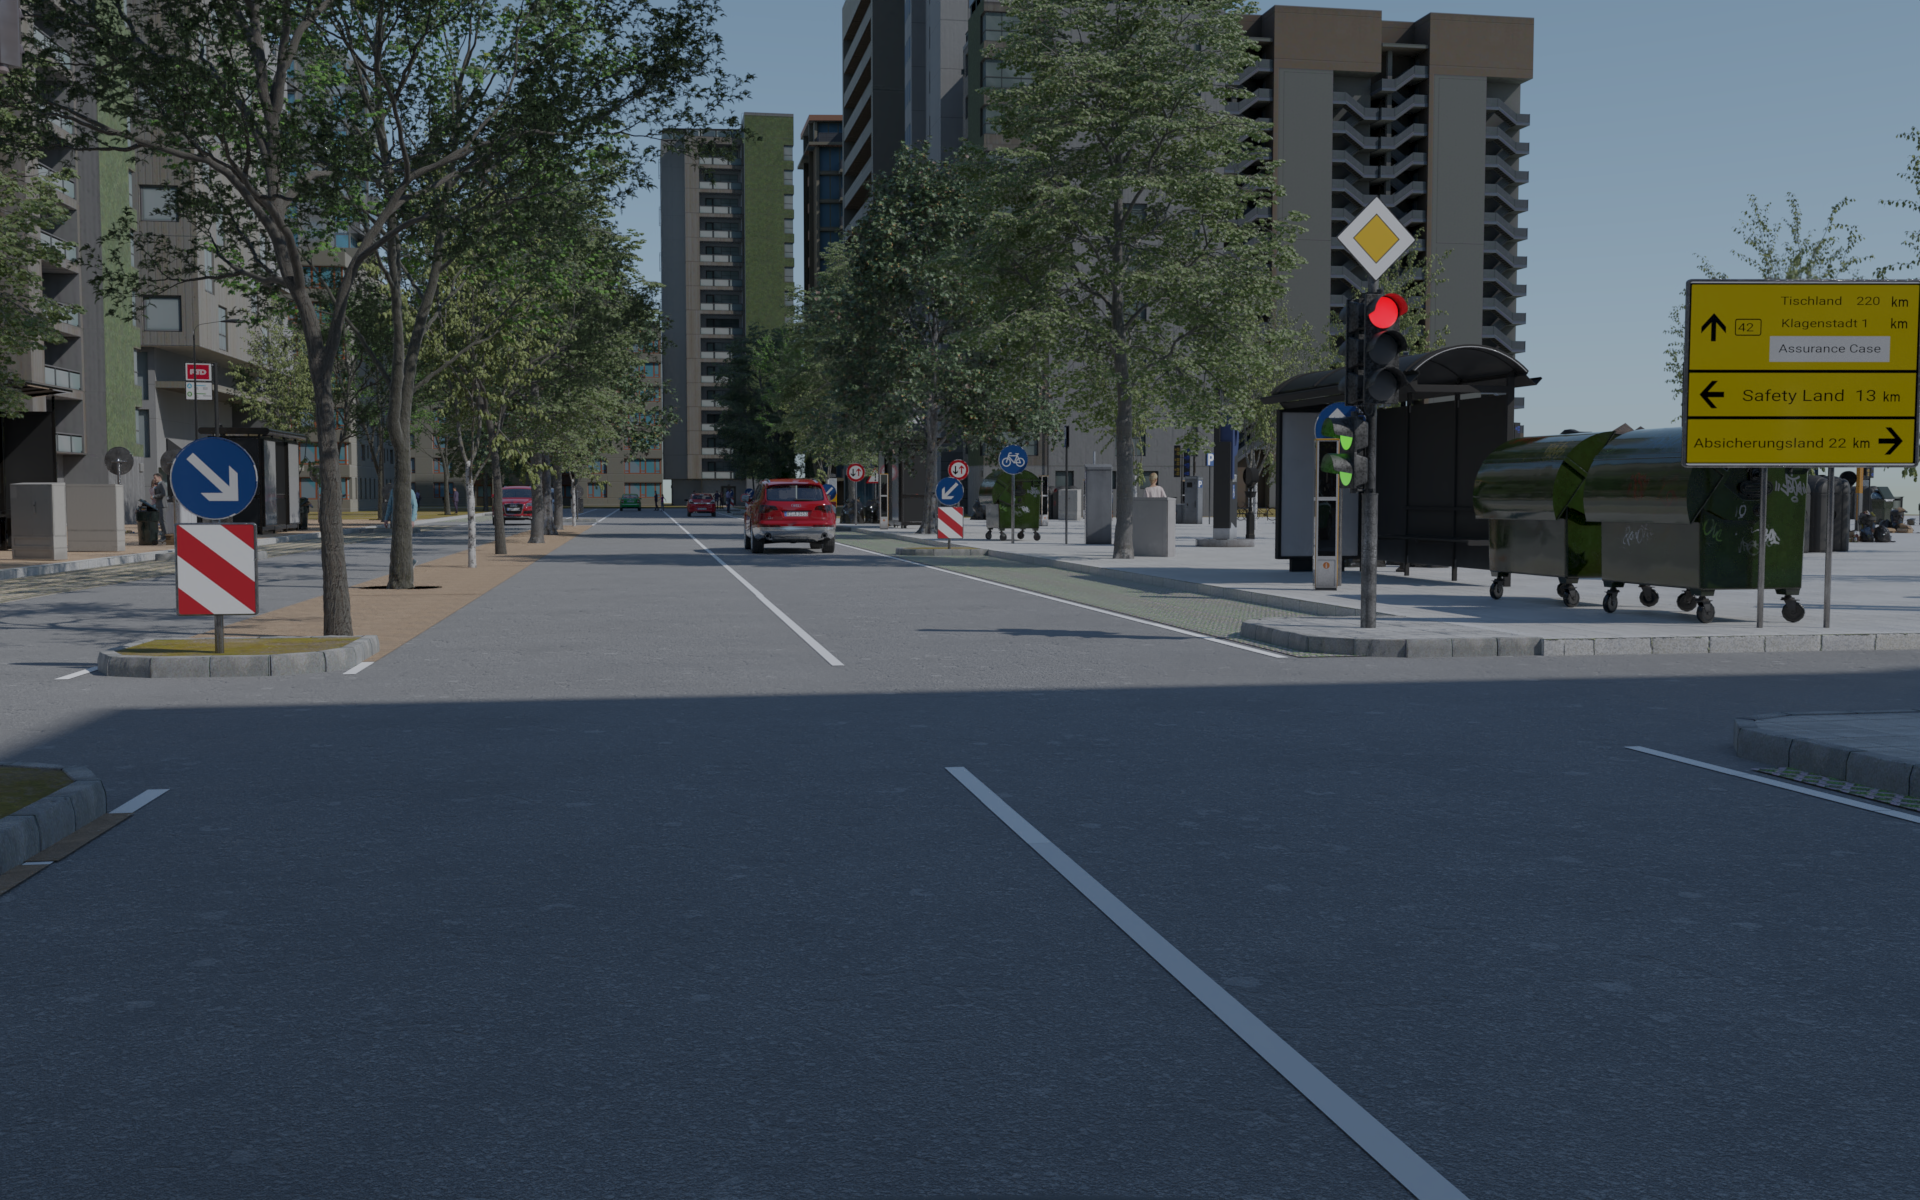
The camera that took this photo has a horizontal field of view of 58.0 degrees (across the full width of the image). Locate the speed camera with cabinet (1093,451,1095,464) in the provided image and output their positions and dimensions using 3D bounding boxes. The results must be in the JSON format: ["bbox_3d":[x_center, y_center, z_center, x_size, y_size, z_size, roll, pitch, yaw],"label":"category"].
[{"bbox_3d":[6.461,-5.223,79.735,0.660,3.252,2.038,0,4,-4],"label":"speed camera with cabinet"}]

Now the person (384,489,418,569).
[{"bbox_3d":[-10.338,-1.462,32.267,0.638,1.841,0.748,2,4,32],"label":"person"}]

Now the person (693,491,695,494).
[{"bbox_3d":[-24.971,-9.457,163.576,0.568,1.767,0.683,3,4,36],"label":"person"}]

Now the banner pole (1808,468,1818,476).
[{"bbox_3d":[35.169,-5.005,71.844,0.863,3.779,0.401,1,4,18],"label":"banner pole"}]

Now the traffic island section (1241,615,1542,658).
[{"bbox_3d":[3.941,0.345,16.632,2.009,0.180,2.903,-1,4,-10],"label":"traffic island section"}]

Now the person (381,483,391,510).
[{"bbox_3d":[-27.270,-4.685,82.821,0.728,1.800,0.709,2,4,26],"label":"person"}]

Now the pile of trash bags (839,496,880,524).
[{"bbox_3d":[-3.469,-3.982,74.850,3.447,1.369,1.912,0,4,-7],"label":"pile of trash bags"}]

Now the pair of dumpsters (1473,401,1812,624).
[{"bbox_3d":[7.422,-1.018,19.141,1.574,2.255,4.437,-1,4,-10],"label":"pair of dumpsters"}]

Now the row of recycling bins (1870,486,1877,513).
[{"bbox_3d":[45.734,-4.931,87.730,1.069,1.692,3.534,1,4,10],"label":"row of recycling bins"}]

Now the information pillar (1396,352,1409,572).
[{"bbox_3d":[7.265,-2.264,28.376,0.183,3.616,0.504,1,4,18],"label":"information pillar"}]

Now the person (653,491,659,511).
[{"bbox_3d":[-26.185,-8.549,149.194,0.530,1.710,0.541,0,4,1],"label":"person"}]

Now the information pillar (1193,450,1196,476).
[{"bbox_3d":[12.134,-6.014,89.689,0.183,3.616,0.504,1,4,14],"label":"information pillar"}]

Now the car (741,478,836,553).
[{"bbox_3d":[-4.323,-2.130,43.495,2.281,1.827,5.304,-1,4,-10],"label":"car"}]

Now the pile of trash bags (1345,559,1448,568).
[{"bbox_3d":[8.266,-1.292,30.870,3.447,1.369,1.912,1,4,10],"label":"pile of trash bags"}]

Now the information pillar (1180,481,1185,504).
[{"bbox_3d":[12.203,-5.509,94.557,0.304,2.012,0.304,0,4,-2],"label":"information pillar"}]

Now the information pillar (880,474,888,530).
[{"bbox_3d":[-2.756,-3.560,62.692,0.304,2.012,0.304,0,4,-4],"label":"information pillar"}]

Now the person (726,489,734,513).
[{"bbox_3d":[-17.211,-7.429,129.828,0.599,1.838,0.709,-2,4,-29],"label":"person"}]

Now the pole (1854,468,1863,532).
[{"bbox_3d":[30.791,-4.003,59.289,0.158,3.312,0.155,0,3,0],"label":"pole"}]

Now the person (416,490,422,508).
[{"bbox_3d":[-51.761,-9.627,165.774,0.599,1.838,0.709,1,4,15],"label":"person"}]

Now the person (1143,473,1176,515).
[{"bbox_3d":[4.356,-1.884,37.523,0.731,1.740,0.598,-2,4,-25],"label":"person"}]

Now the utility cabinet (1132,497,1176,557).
[{"bbox_3d":[3.951,-1.497,35.642,1.020,1.237,0.306,3,5,44],"label":"utility cabinet"}]

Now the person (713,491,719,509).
[{"bbox_3d":[-22.930,-9.391,162.488,0.683,1.767,0.568,-3,4,-38],"label":"person"}]

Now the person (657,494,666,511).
[{"bbox_3d":[-24.703,-8.063,143.552,0.599,1.433,0.991,3,4,38],"label":"person"}]

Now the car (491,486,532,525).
[{"bbox_3d":[-20.742,-4.438,81.231,2.281,1.827,5.304,-1,4,-10],"label":"car"}]

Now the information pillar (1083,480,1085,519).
[{"bbox_3d":[6.469,-5.168,88.990,0.304,2.012,0.304,0,4,8],"label":"information pillar"}]

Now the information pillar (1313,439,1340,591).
[{"bbox_3d":[4.873,-1.136,23.066,0.304,2.012,0.304,0,4,6],"label":"information pillar"}]

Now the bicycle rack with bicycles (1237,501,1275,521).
[{"bbox_3d":[13.584,-4.285,83.435,2.925,0.926,2.852,2,4,29],"label":"bicycle rack with bicycles"}]

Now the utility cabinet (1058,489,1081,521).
[{"bbox_3d":[5.241,-4.536,82.836,1.173,1.500,0.318,3,5,44],"label":"utility cabinet"}]

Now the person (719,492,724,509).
[{"bbox_3d":[-22.480,-9.398,163.627,0.593,1.643,0.415,1,4,20],"label":"person"}]

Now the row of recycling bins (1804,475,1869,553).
[{"bbox_3d":[18.418,-1.892,38.055,3.534,1.692,1.069,-2,4,-35],"label":"row of recycling bins"}]

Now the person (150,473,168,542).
[{"bbox_3d":[-21.544,-2.492,46.592,0.447,1.846,0.655,-2,4,-30],"label":"person"}]

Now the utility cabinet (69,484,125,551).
[{"bbox_3d":[-19.121,-1.813,38.324,1.173,1.500,0.318,0,4,7],"label":"utility cabinet"}]

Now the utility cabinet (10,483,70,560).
[{"bbox_3d":[-17.819,-1.517,33.475,1.173,1.500,0.318,2,4,24],"label":"utility cabinet"}]

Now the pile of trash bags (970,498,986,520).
[{"bbox_3d":[2.061,-4.613,85.176,1.912,1.369,3.447,-3,5,-41],"label":"pile of trash bags"}]

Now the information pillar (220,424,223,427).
[{"bbox_3d":[-24.843,-4.103,58.441,0.183,3.616,0.504,-1,4,-10],"label":"information pillar"}]

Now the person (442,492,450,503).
[{"bbox_3d":[-43.075,-8.317,145.258,0.697,1.427,0.421,-3,4,-37],"label":"person"}]

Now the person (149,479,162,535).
[{"bbox_3d":[-24.984,-2.881,53.743,0.593,1.750,0.643,3,4,36],"label":"person"}]

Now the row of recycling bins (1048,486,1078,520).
[{"bbox_3d":[4.812,-4.891,87.084,1.069,1.692,3.534,-2,4,-35],"label":"row of recycling bins"}]

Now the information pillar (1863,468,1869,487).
[{"bbox_3d":[53.203,-6.750,101.709,0.183,3.616,0.504,-2,4,-24],"label":"information pillar"}]

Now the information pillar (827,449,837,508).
[{"bbox_3d":[-6.720,-6.077,90.714,0.504,3.616,0.183,0,4,6],"label":"information pillar"}]

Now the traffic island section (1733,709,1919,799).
[{"bbox_3d":[5.375,0.826,8.777,2.009,0.180,2.903,-1,4,-10],"label":"traffic island section"}]

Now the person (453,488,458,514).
[{"bbox_3d":[-33.166,-6.539,113.876,0.530,1.710,0.541,2,4,25],"label":"person"}]

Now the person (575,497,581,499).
[{"bbox_3d":[-32.755,-8.353,148.300,0.697,1.427,0.421,-2,4,-30],"label":"person"}]

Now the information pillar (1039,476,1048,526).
[{"bbox_3d":[3.306,-3.934,68.818,0.304,2.012,0.304,-2,4,-27],"label":"information pillar"}]

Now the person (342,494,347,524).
[{"bbox_3d":[-26.585,-4.159,74.222,0.590,1.801,0.661,-3,5,-44],"label":"person"}]
